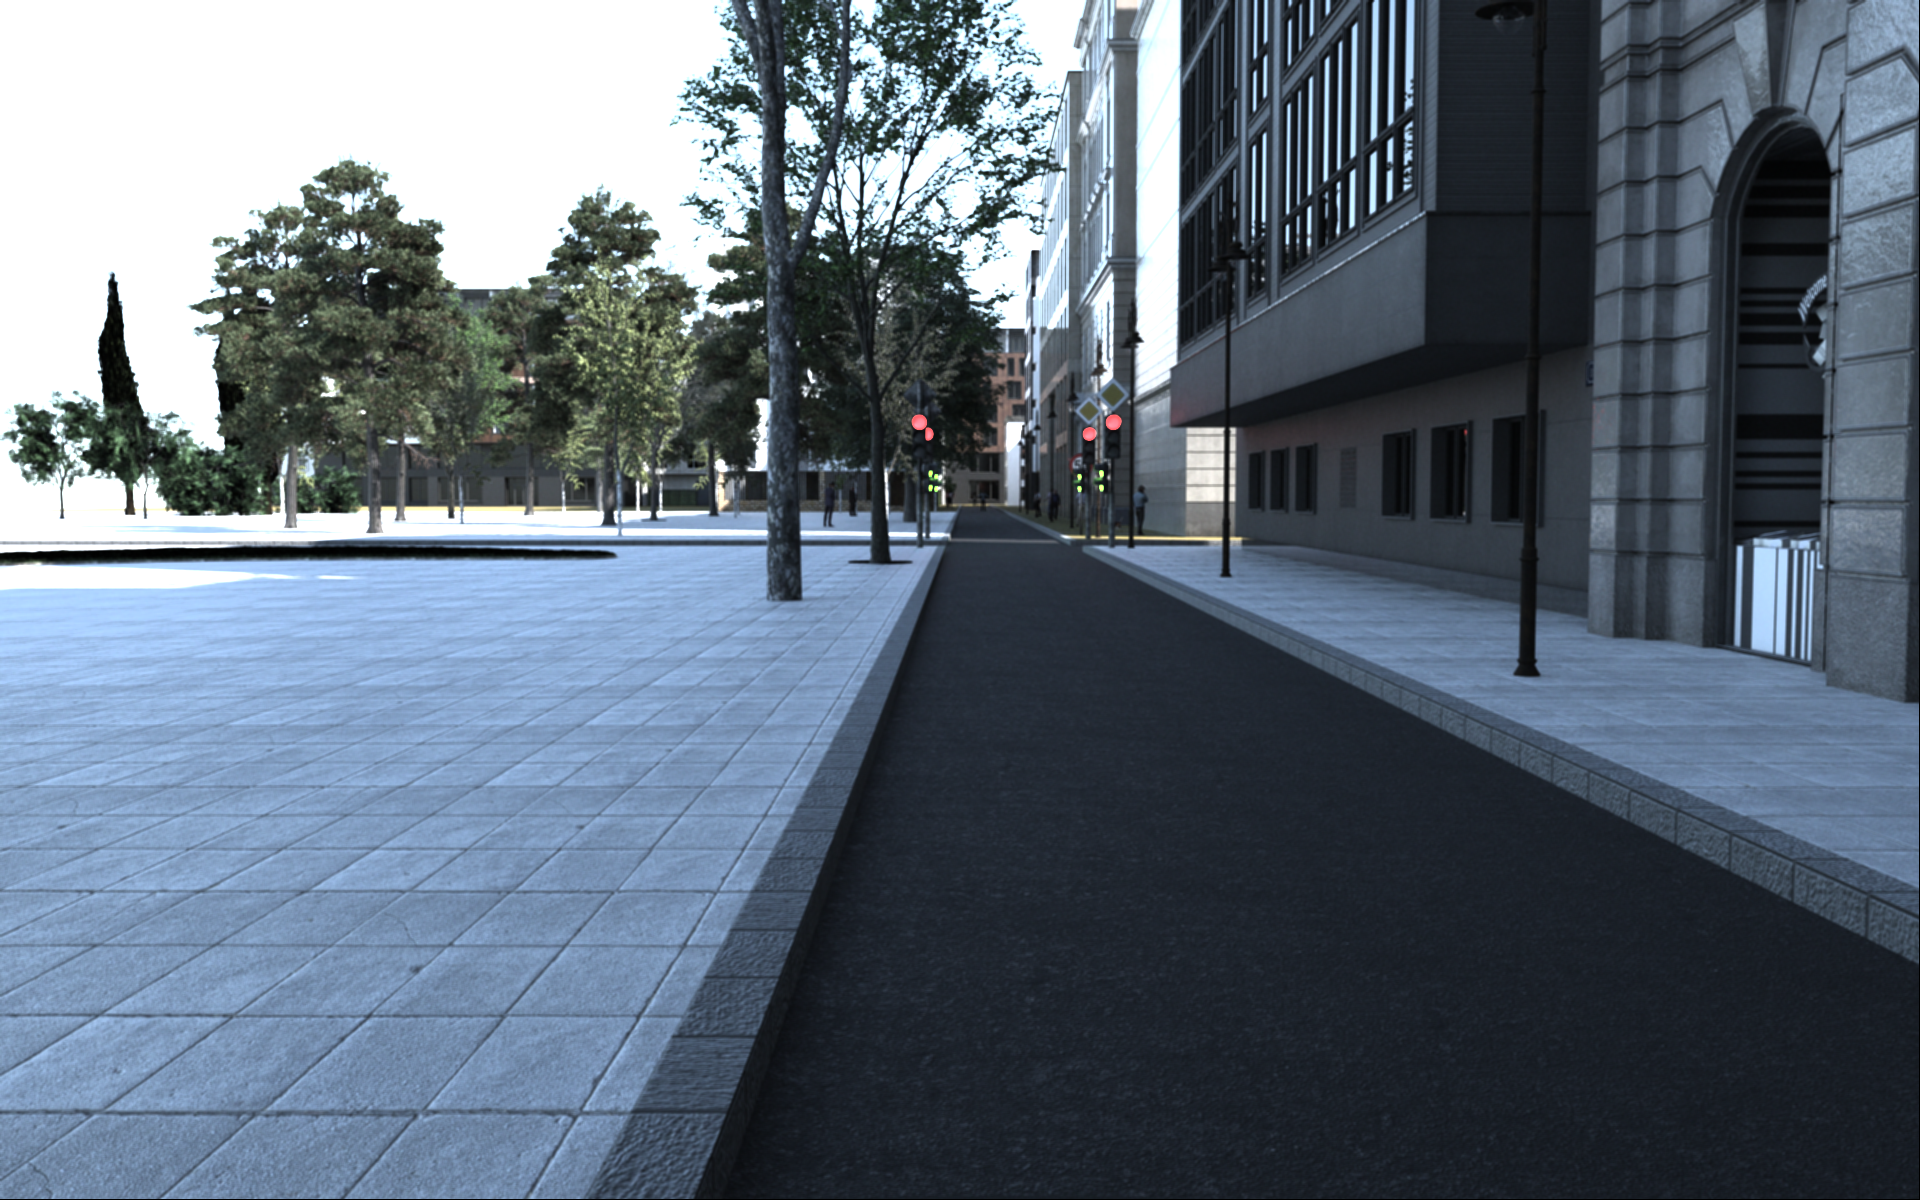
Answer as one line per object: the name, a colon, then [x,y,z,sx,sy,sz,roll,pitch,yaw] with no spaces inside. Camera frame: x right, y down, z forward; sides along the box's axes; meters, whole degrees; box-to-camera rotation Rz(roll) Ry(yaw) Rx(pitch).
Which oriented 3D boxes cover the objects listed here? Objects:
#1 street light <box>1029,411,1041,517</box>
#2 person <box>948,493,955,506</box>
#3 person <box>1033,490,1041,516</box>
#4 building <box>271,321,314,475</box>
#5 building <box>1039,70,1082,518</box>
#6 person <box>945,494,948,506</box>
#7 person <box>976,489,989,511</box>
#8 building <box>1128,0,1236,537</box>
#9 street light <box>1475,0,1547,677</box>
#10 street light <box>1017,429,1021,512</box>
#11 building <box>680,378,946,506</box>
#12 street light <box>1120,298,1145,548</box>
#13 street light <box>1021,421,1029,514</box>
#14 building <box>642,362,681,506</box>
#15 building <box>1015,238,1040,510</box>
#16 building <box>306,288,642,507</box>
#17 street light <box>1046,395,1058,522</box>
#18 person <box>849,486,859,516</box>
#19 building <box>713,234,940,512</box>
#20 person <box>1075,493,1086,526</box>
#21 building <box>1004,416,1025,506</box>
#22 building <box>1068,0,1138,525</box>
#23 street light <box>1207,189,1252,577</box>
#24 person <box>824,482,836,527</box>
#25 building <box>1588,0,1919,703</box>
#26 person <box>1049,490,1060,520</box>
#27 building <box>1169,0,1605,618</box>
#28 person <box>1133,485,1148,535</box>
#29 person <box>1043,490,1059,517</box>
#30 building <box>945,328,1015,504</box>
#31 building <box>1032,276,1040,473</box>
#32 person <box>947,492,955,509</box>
street light: [4.213,-7.462,94.793,0.468,5.910,1.993,0,4,0]
person: [-0.973,-10.566,179.734,0.756,1.711,0.436,2,4,28]
person: [4.508,-5.636,100.410,0.590,1.554,0.614,-2,4,-25]
building: [-72.028,-20.500,191.596,11.380,20.091,16.016,0,4,0]
building: [15.294,-18.529,107.467,19.350,26.468,34.151,0,4,0]
person: [-1.411,-10.838,183.966,0.721,1.743,1.217,-1,4,-13]
person: [1.980,-8.494,147.358,1.348,1.826,0.705,-1,4,-12]
building: [28.156,-17.237,58.244,44.131,29.872,17.030,0,4,0]
street light: [4.007,-2.402,12.065,0.468,5.910,1.993,0,4,0]
street light: [4.322,-9.254,124.095,0.468,5.910,1.993,0,4,0]
building: [-17.599,-21.467,217.441,31.486,18.905,16.747,0,4,0]
street light: [4.071,-4.174,41.034,0.468,5.910,1.993,0,4,0]
street light: [4.269,-8.377,109.747,0.468,5.910,1.993,0,4,0]
building: [-49.441,-21.496,217.909,31.486,18.905,16.747,0,4,0]
building: [19.629,-19.012,154.823,27.936,21.610,32.646,0,4,0]
building: [-50.033,-20.916,185.955,32.646,21.610,27.936,0,4,0]
street light: [4.225,-6.532,79.587,0.468,5.910,1.993,0,4,0]
person: [-6.198,-5.763,100.959,0.600,1.739,0.565,0,4,-1]
building: [-9.780,-16.761,130.465,16.016,20.091,11.380,0,4,0]
person: [4.842,-3.717,68.878,0.516,1.574,0.319,0,4,5]
building: [9.528,-14.898,185.722,9.099,9.664,28.070,0,4,0]
building: [12.441,-18.007,80.324,13.634,28.700,20.117,0,4,0]
street light: [4.123,-3.297,26.687,0.468,5.910,1.993,0,4,0]
person: [-5.106,-3.782,68.327,0.683,1.767,0.568,2,4,32]
building: [11.648,-9.912,3.864,13.314,21.916,24.055,0,4,0]
person: [4.710,-4.782,86.925,0.574,1.496,0.600,1,4,14]
building: [11.851,-14.322,27.673,14.314,27.812,24.014,0,4,0]
person: [5.603,-2.792,53.909,0.429,1.552,0.499,-1,4,-20]
person: [5.083,-5.381,95.987,0.963,1.587,0.435,0,4,-4]
building: [14.485,-23.184,223.029,32.646,21.610,27.936,0,4,0]
building: [13.669,-16.908,132.862,16.016,20.091,11.380,0,4,0]
person: [-0.782,-8.597,149.786,0.799,1.438,0.628,1,4,11]
